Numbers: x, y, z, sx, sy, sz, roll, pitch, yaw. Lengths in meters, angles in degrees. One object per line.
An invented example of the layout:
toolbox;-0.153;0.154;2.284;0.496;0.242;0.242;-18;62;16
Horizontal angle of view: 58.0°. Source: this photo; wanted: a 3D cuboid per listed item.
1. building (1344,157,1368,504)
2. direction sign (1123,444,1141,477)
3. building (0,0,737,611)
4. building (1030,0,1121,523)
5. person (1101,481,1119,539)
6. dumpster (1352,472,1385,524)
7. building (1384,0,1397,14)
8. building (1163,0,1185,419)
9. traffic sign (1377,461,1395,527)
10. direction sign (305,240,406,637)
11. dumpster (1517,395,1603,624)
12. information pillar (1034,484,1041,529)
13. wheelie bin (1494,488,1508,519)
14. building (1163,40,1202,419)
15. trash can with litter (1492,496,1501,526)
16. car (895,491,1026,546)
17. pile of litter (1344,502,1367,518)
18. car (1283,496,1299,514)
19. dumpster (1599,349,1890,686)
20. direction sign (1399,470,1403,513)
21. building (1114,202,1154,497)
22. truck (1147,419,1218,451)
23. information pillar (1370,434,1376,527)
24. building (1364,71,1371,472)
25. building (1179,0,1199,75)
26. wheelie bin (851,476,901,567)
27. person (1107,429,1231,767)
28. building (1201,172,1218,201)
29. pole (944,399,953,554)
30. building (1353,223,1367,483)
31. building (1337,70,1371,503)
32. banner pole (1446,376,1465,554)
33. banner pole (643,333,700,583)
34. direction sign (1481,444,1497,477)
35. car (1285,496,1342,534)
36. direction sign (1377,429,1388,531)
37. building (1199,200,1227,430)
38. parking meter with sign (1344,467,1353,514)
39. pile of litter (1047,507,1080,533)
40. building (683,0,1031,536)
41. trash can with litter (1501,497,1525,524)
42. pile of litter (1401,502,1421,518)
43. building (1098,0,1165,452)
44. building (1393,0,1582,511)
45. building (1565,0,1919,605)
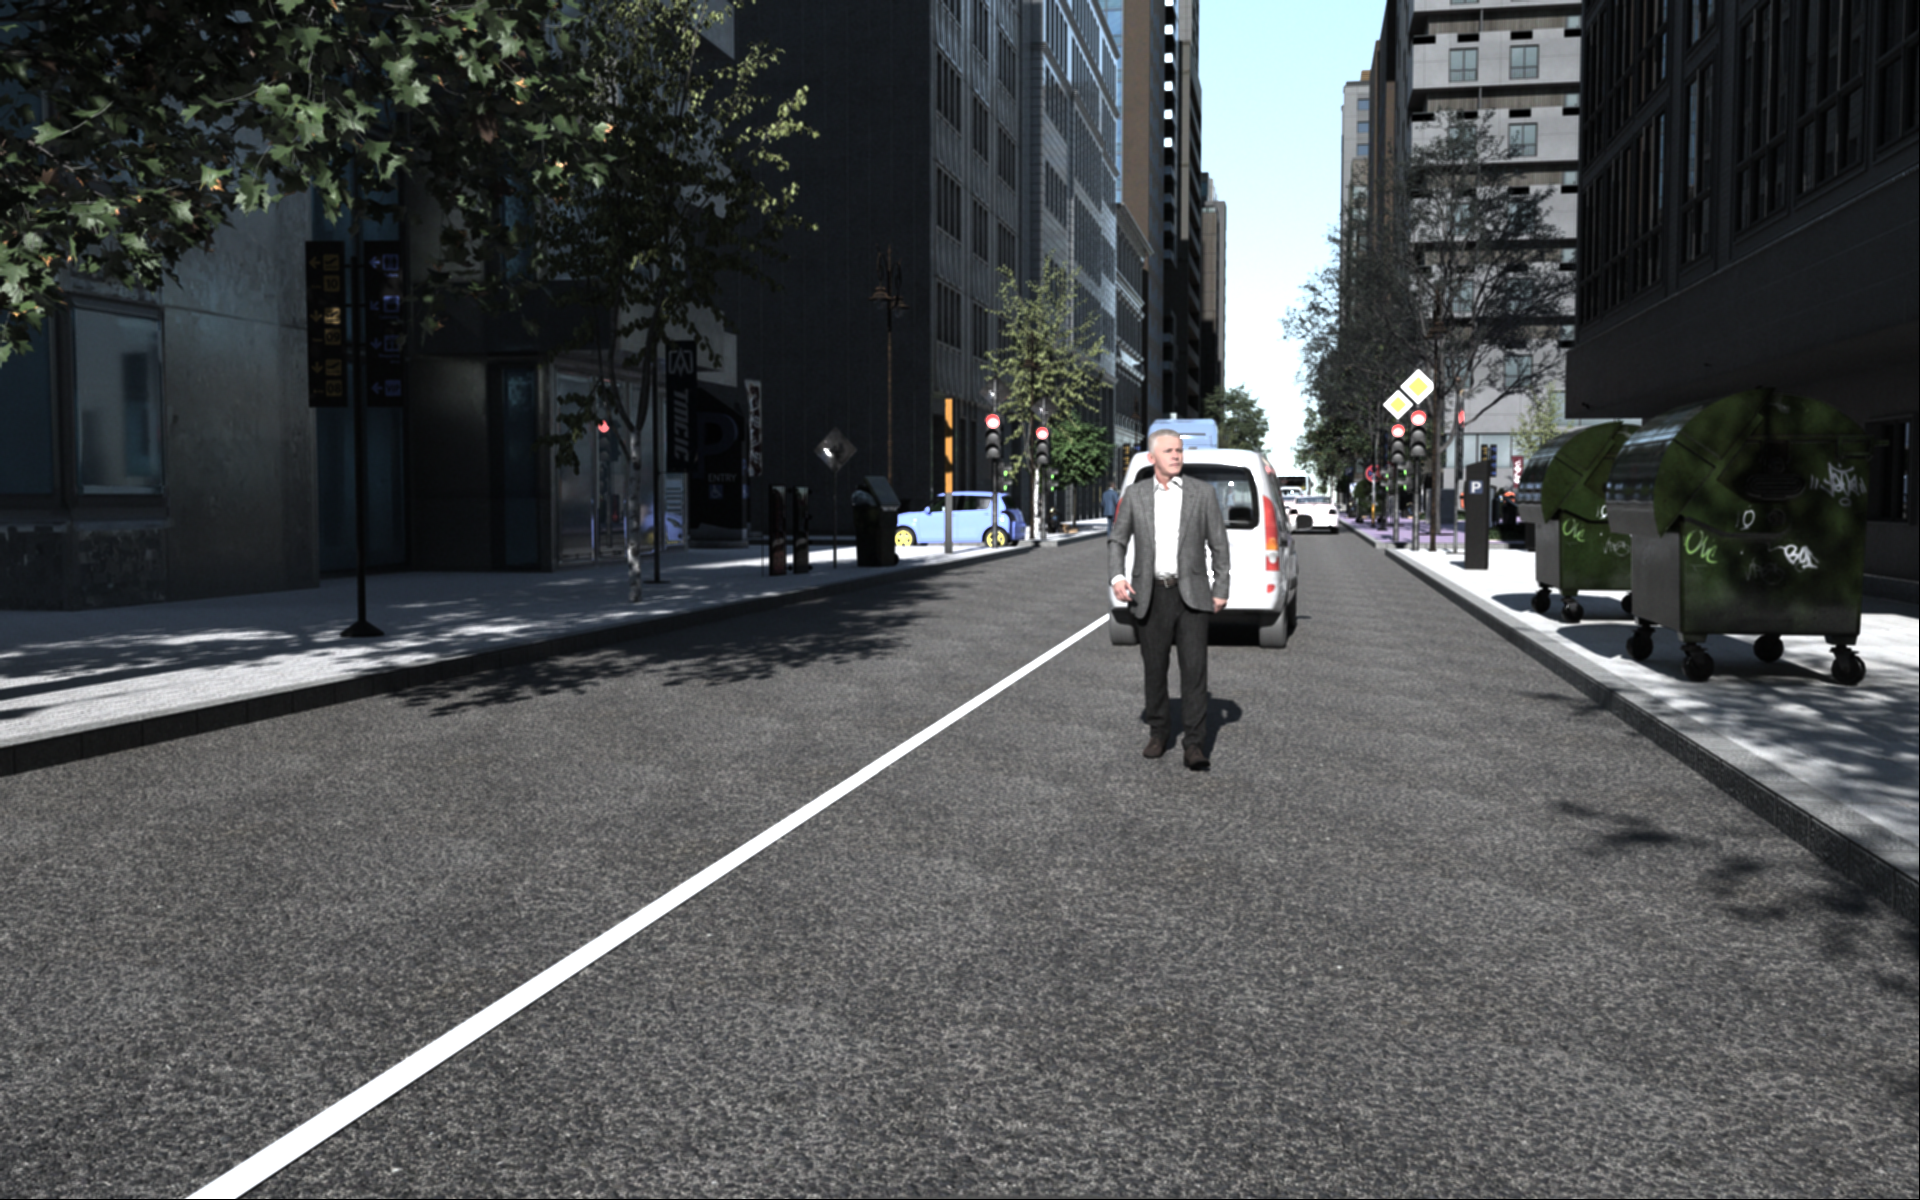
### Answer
building;54.693;-32.302;211.724;14.154;41.232;14.086;1;4;11
direction sign;7.713;-5.248;77.808;0.876;3.537;0.379;2;4;29
building;-20.294;-25.073;29.552;30.456;49.044;23.786;1;4;11
building;0.943;-18.922;86.863;11.434;29.767;29.804;1;4;11
person;4.279;-2.432;48.444;0.721;1.800;0.419;3;5;41
dumpster;17.987;-4.489;75.893;1.502;2.255;1.985;1;4;11
building;44.309;-30.789;153.510;14.600;45.320;14.200;1;4;11
building;9.172;-51.358;152.373;22.319;86.520;31.000;1;4;11
traffic sign;16.378;-4.061;66.510;0.768;2.556;0.104;1;4;12
direction sign;-5.415;-1.443;15.583;0.876;3.537;0.379;0;4;3
dumpster;6.614;-0.934;17.765;1.502;2.255;1.985;1;4;11
information pillar;2.722;-3.525;62.119;0.304;2.012;0.304;-1;4;-13
wheelie bin;28.143;-5.022;90.018;0.693;1.594;0.980;0;4;1
building;13.770;-34.071;180.757;21.300;48.544;21.600;1;4;11
trash can with litter;18.545;-2.950;59.297;1.678;1.210;2.233;2;4;30
car;-0.181;-2.120;44.260;3.694;1.707;1.945;1;4;12
pile of litter;21.246;-4.833;92.981;1.176;0.858;1.719;0;4;7
car;14.724;-3.998;77.736;2.083;1.381;4.827;1;4;12
dumpster;5.582;-0.608;12.427;1.502;2.255;1.985;1;4;11
direction sign;30.139;-7.784;119.269;0.876;3.537;0.379;-1;4;-13
building;5.819;-16.874;112.042;11.583;22.565;21.152;1;4;11
truck;8.992;-4.782;67.940;2.967;4.110;18.799;1;4;9
information pillar;16.129;-4.656;67.472;0.183;3.616;0.504;1;4;18
building;46.684;-31.644;167.488;14.600;45.320;14.200;1;4;11
building;21.693;-47.741;218.816;20.563;71.187;20.611;1;4;11
wheelie bin;-1.524;-1.397;30.752;0.693;1.594;0.980;2;4;33
person;1.120;-0.018;9.193;0.661;1.777;0.834;0;4;0
building;27.995;-39.093;258.773;23.786;49.044;30.456;1;4;11
pole;-0.247;-2.649;37.150;0.158;3.312;0.155;0;3;0
building;48.873;-25.167;183.188;14.160;30.474;14.107;1;4;11
building;64.657;-43.072;246.225;21.231;58.520;28.212;1;4;11
banner pole;10.580;-2.857;36.725;0.401;3.779;0.863;0;4;5
banner pole;-4.152;-2.133;24.896;0.863;3.779;0.401;1;4;8
direction sign;24.155;-5.333;79.185;0.876;3.537;0.379;-2;4;-24
car;12.917;-3.120;63.370;2.083;1.381;4.827;1;4;11
direction sign;14.880;-4.216;60.926;0.379;3.537;0.876;2;4;30
building;28.784;-33.786;235.993;14.154;41.232;14.086;1;4;11
parking meter with sign;25.760;-7.212;114.184;0.543;3.016;1.738;2;4;24
pile of litter;3.381;-2.646;57.226;1.176;0.858;1.719;1;4;18
building;-4.894;-14.975;62.860;12.078;24.808;19.932;1;4;11
trash can with litter;19.818;-3.075;61.664;1.055;1.170;0.624;2;4;34
pile of litter;24.115;-4.763;91.847;1.719;0.858;1.176;-2;4;-24
building;7.945;-29.405;130.888;14.600;45.320;14.200;1;4;11
building;47.413;-33.163;131.451;28.713;52.752;27.495;1;4;11
building;17.046;-13.977;22.030;14.314;27.812;24.014;1;4;11
